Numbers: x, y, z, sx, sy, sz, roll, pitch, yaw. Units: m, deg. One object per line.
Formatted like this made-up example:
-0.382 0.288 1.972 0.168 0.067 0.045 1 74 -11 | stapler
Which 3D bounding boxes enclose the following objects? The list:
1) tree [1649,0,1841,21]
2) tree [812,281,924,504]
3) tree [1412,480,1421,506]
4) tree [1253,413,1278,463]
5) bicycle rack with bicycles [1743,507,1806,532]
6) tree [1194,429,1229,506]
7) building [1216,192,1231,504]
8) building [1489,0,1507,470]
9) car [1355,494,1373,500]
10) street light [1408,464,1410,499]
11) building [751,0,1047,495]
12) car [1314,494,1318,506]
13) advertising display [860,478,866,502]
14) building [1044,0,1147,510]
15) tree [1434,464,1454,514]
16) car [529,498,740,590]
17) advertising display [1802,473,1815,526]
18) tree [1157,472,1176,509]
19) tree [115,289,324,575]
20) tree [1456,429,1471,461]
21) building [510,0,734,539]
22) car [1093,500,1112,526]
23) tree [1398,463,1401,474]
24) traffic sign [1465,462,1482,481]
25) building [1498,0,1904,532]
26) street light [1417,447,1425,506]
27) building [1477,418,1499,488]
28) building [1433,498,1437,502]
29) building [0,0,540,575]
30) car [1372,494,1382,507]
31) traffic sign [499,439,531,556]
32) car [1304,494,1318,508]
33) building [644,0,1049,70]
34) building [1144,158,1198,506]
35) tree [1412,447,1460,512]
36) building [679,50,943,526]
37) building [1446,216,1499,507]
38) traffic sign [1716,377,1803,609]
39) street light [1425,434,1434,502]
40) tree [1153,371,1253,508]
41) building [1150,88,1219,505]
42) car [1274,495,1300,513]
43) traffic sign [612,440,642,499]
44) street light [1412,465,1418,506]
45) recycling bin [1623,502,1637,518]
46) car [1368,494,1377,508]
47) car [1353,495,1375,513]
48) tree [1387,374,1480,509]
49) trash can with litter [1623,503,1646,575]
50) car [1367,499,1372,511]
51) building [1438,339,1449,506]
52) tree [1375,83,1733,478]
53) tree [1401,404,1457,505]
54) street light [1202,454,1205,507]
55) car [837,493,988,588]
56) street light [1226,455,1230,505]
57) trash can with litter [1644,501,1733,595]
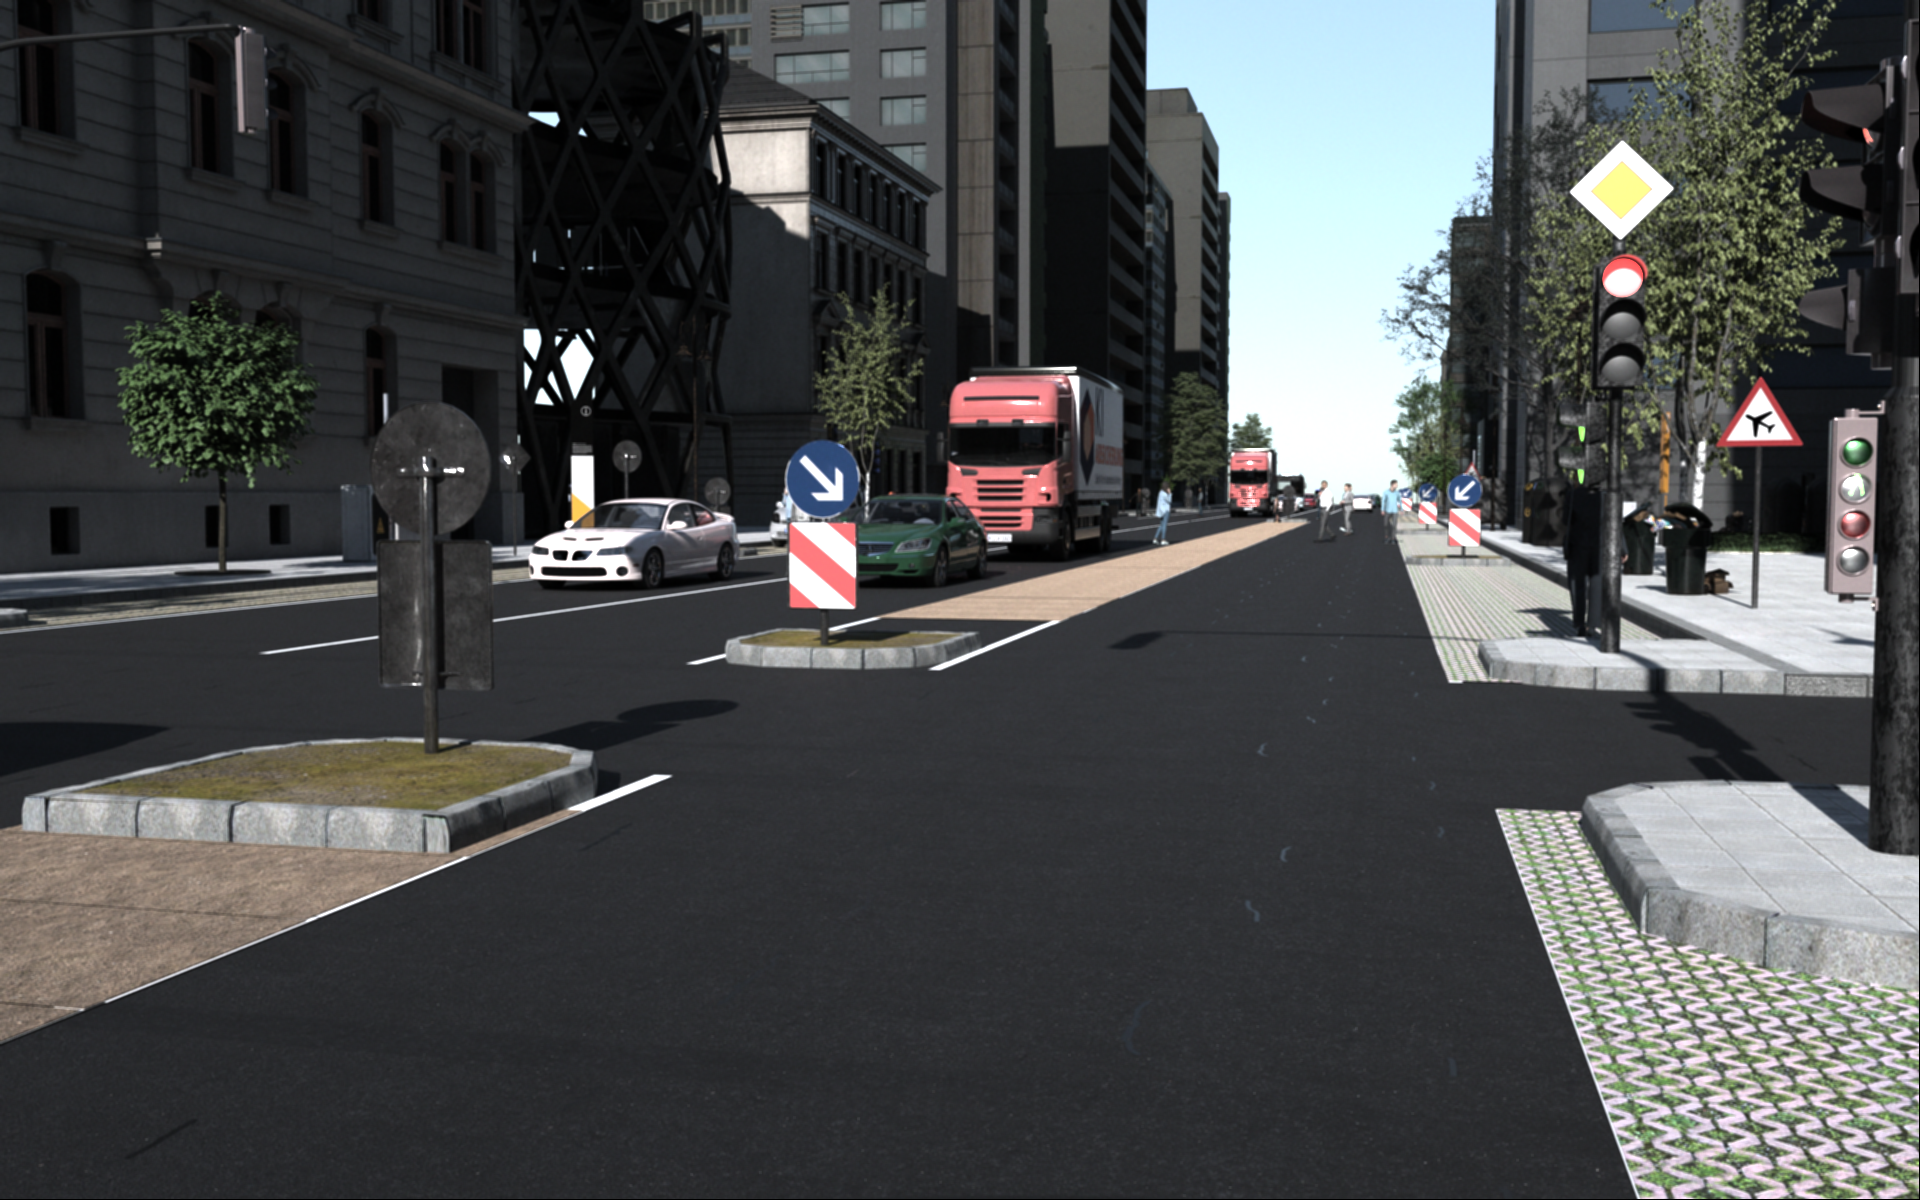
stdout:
10.266 -4.512 24.141 4.737 8.622 4.395 0 3 0 | tree
-3.272 -6.750 60.724 4.737 8.622 4.395 0 3 0 | tree
51.185 -12.113 192.650 1.663 3.219 1.824 0 3 0 | tree
40.537 -19.789 241.675 7.486 12.596 7.792 0 3 0 | tree
22.839 -2.093 47.606 2.925 0.926 2.852 -1 4 -13 | bicycle rack with bicycles
25.741 -14.047 180.024 4.360 8.622 3.978 0 3 0 | tree
28.045 -33.390 229.523 14.154 41.232 14.086 1 4 14 | building
48.283 -31.775 108.757 28.713 52.752 27.495 1 4 14 | building
36.271 -8.972 156.482 2.009 1.686 4.222 1 4 13 | car
56.300 -14.847 215.530 0.468 5.910 1.993 1 4 14 | street light
-3.164 -25.473 100.084 14.154 41.232 14.086 1 4 14 | building
42.583 -12.345 210.638 1.959 1.807 4.718 1 4 15 | car
-4.103 -4.021 70.952 0.974 1.923 0.123 -3 4 -37 | advertising display
3.270 -31.733 142.537 21.300 48.544 21.600 1 4 14 | building
31.271 -7.126 111.110 1.663 3.219 1.824 0 3 0 | tree
-5.086 -0.933 27.614 2.083 1.381 4.827 1 4 15 | car
25.599 -2.881 52.312 0.123 1.923 0.974 3 5 40 | advertising display
18.278 -9.706 153.292 1.663 3.219 1.824 0 3 0 | tree
-11.897 -2.695 27.771 4.285 4.588 4.351 0 3 0 | tree
14.550 -5.441 39.317 4.737 8.622 4.395 0 3 0 | tree
-16.091 -11.448 54.635 16.820 18.784 16.811 1 4 14 | building
4.955 -3.545 69.756 2.131 1.459 4.920 1 4 15 | car
44.992 -13.341 168.492 4.737 8.622 4.395 0 3 0 | tree
20.882 -4.326 70.732 0.884 2.594 0.081 1 4 14 | traffic sign
32.948 -32.239 69.105 21.231 58.520 28.212 1 4 14 | building
42.792 -11.452 160.034 0.468 5.910 1.993 1 4 14 | street light
54.071 -50.417 136.988 22.319 86.520 31.000 1 4 14 | building
78.069 -32.621 225.241 32.217 40.220 23.993 1 4 14 | building
-19.837 -15.099 34.253 14.401 28.519 23.554 1 4 14 | building
44.910 -10.801 188.386 2.131 1.459 4.920 1 4 15 | car
-9.274 -2.132 36.051 0.795 2.450 0.064 1 4 22 | traffic sign
34.828 -10.069 173.668 2.155 1.783 4.494 1 4 13 | car
-8.102 -26.296 121.825 32.217 40.220 23.993 1 4 14 | building
9.659 -30.575 191.775 32.217 40.220 23.993 1 4 14 | building
33.711 -8.491 122.548 4.285 4.588 4.351 0 3 0 | tree
-8.239 -13.021 77.526 10.561 19.102 19.286 1 4 14 | building
58.159 -25.001 180.467 14.160 30.474 14.107 1 4 14 | building
8.907 -1.183 19.342 0.884 2.594 0.081 1 4 22 | traffic sign
36.463 -9.870 134.155 0.468 5.910 1.993 1 4 14 | street light
21.466 -14.834 160.660 7.486 12.596 7.792 0 3 0 | tree
19.912 -36.013 212.519 21.300 48.544 21.600 1 4 14 | building
25.160 -7.407 133.467 2.083 1.381 4.827 1 4 14 | car
-7.880 -2.498 40.944 0.768 2.556 0.104 1 4 18 | traffic sign
49.977 -13.239 189.240 0.468 5.910 1.993 1 4 14 | street light
21.488 -2.677 56.323 0.722 1.027 0.722 -1 4 -8 | recycling bin
42.026 -10.196 178.712 2.014 1.417 4.499 1 4 12 | car
31.199 -7.491 134.832 2.083 1.381 4.827 1 4 14 | car
40.762 -13.668 149.228 9.928 11.665 9.643 0 3 0 | tree
10.553 -0.991 27.589 1.055 1.170 0.624 2 4 24 | trash can with litter
33.724 -8.183 146.151 2.083 1.381 4.827 1 4 13 | car
70.159 -21.705 199.923 27.650 21.520 28.899 1 4 14 | building
17.736 -8.629 51.448 12.009 13.543 11.850 0 3 0 | tree
39.027 -11.655 140.920 4.737 8.622 4.395 0 3 0 | tree
24.521 -12.314 174.113 0.468 5.910 1.993 1 4 14 | street light
-0.798 -1.003 28.198 2.131 1.459 4.920 1 4 13 | car
30.898 -13.884 199.784 0.468 5.910 1.993 1 4 14 | street light
9.439 -0.666 22.277 1.055 1.170 0.624 -2 4 -34 | trash can with litter
